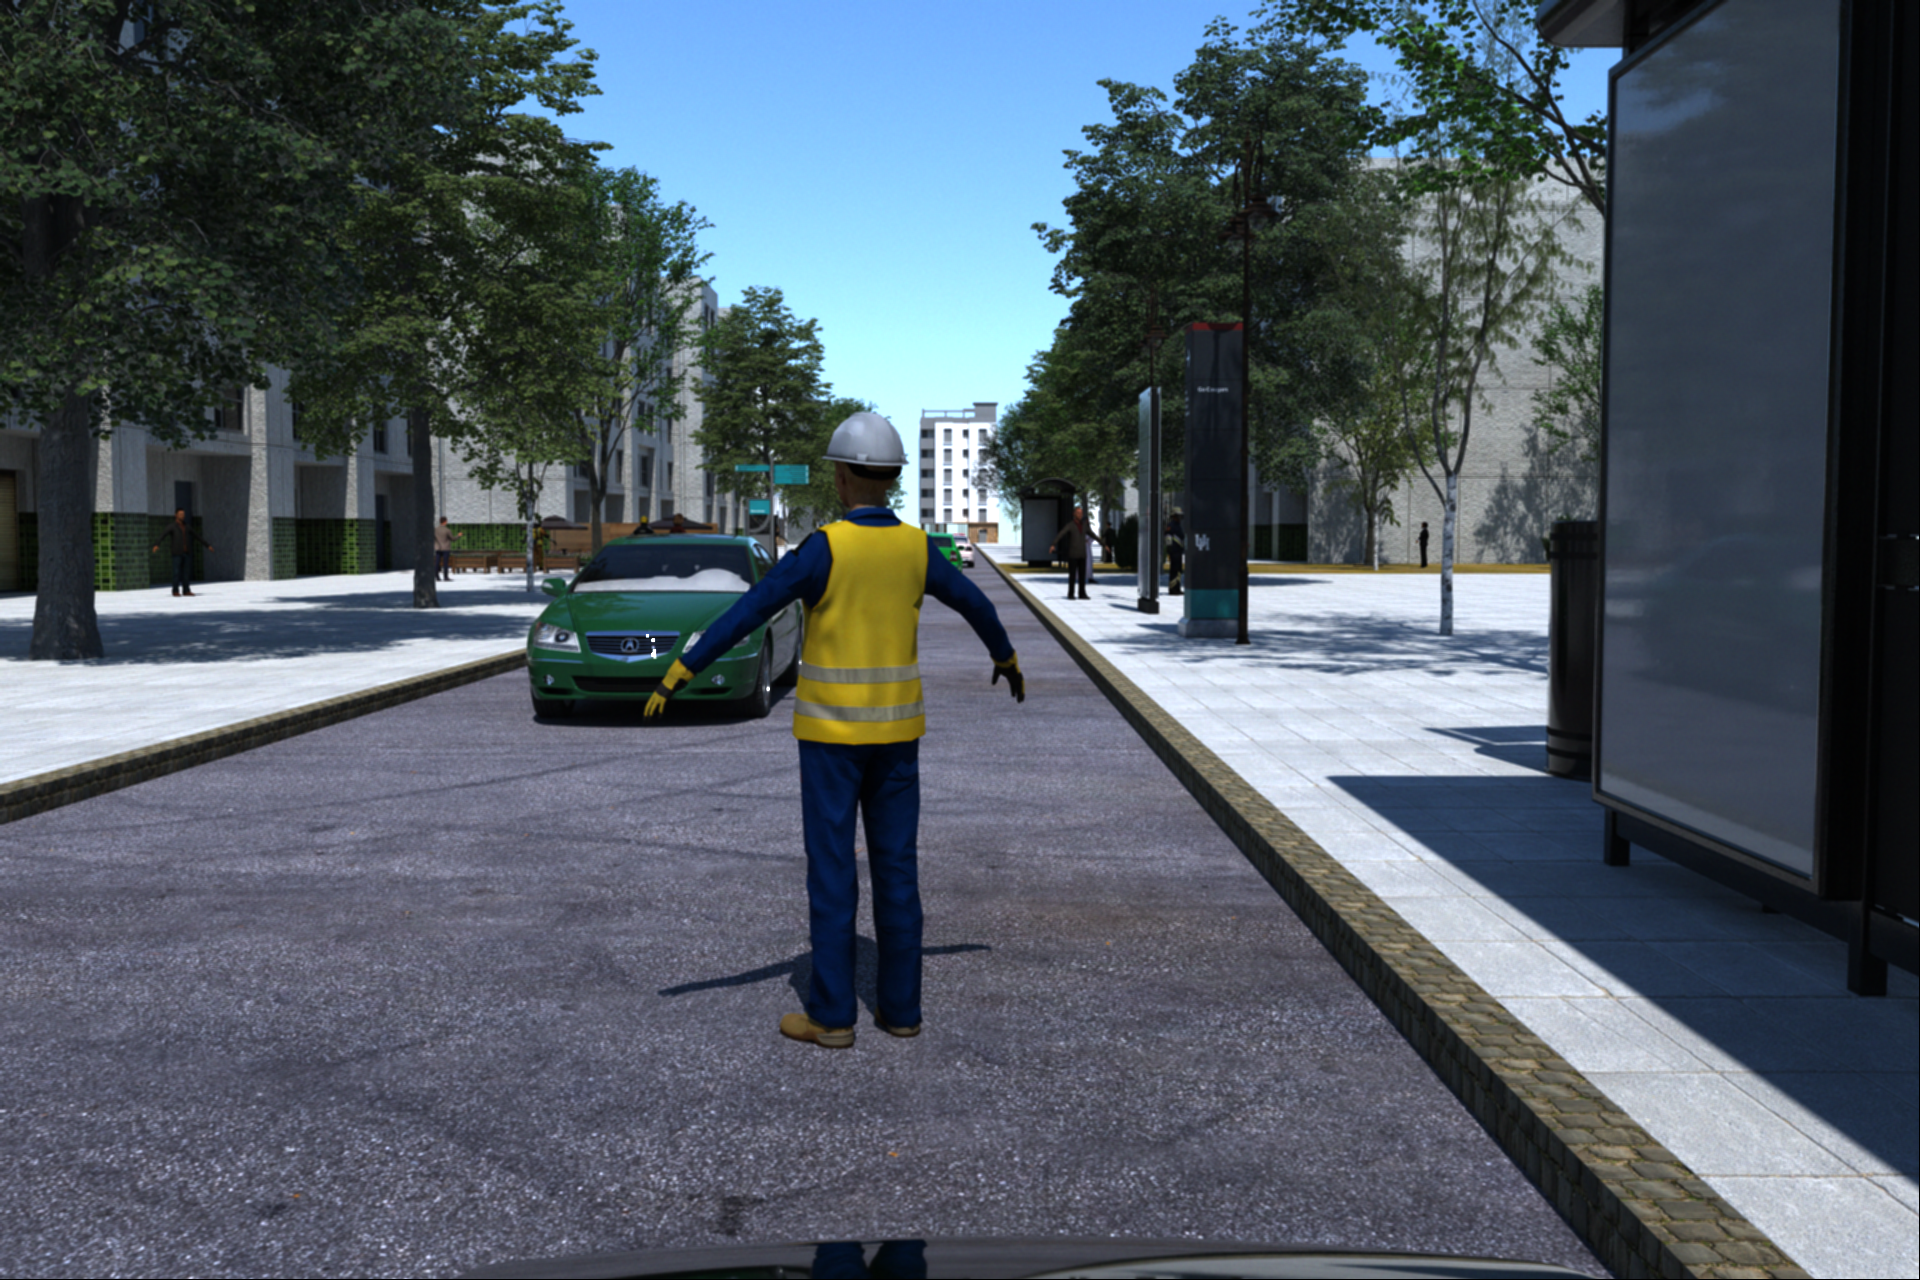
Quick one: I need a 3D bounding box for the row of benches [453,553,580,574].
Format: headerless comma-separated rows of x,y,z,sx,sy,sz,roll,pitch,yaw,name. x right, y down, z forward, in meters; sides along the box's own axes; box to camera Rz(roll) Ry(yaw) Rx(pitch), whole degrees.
-14.437,-2.482,56.052,4.104,0.672,1.422,0,4,-4,row of benches

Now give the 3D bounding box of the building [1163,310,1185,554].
22.893,-17.696,120.261,19.493,23.208,18.063,0,4,0,building

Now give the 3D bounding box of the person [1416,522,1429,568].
17.579,-3.621,65.920,0.721,1.740,1.216,2,4,32,person

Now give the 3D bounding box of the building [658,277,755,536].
-26.210,-16.442,135.283,16.747,18.905,31.486,0,4,0,building

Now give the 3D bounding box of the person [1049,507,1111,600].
2.316,-1.696,33.914,1.348,1.807,0.705,-2,4,-25,person

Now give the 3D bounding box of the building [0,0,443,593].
-27.251,-11.045,47.042,16.747,18.905,31.486,0,3,0,building

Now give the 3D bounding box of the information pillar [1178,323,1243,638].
3.151,-1.970,21.582,0.750,3.857,0.750,0,4,0,information pillar

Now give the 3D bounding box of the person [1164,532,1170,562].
9.563,-4.410,78.239,1.346,1.812,0.704,2,4,28,person

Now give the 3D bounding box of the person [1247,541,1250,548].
7.982,-2.625,49.138,0.705,1.803,1.348,0,4,-2,person

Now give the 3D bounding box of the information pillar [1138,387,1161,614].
3.102,-2.271,28.451,0.184,3.620,1.656,0,4,0,information pillar

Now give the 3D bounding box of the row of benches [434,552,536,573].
-16.046,-2.623,58.355,4.104,0.672,1.422,1,4,21,row of benches

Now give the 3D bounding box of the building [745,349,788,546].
-24.028,-19.630,177.370,16.016,20.090,11.380,0,4,1,building

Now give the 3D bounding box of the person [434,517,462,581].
-14.034,-2.495,47.367,0.617,1.759,0.750,2,4,24,person

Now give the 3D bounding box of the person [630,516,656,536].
-10.111,-3.044,55.539,1.351,1.858,0.704,0,4,7,person

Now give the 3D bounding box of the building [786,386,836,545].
-25.441,-23.501,215.170,19.493,23.208,18.063,0,4,1,building

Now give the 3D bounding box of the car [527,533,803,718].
-2.413,-0.197,15.027,2.131,1.459,4.920,0,3,0,car

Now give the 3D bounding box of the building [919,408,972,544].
-5.484,-23.999,251.252,11.380,20.090,16.016,-1,4,-9,building

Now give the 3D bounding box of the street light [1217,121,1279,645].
3.292,-2.887,19.986,0.468,5.910,1.993,0,4,0,street light

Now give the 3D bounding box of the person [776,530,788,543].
-7.611,-3.913,70.100,1.348,1.813,0.705,1,4,18,person

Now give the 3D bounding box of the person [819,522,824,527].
-6.074,-4.258,75.746,1.347,1.817,0.704,-3,5,-41,person

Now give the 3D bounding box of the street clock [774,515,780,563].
-7.012,-3.738,65.692,0.358,2.002,0.471,0,4,1,street clock

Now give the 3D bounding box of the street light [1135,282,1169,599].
3.533,-3.622,32.007,0.468,5.910,1.993,0,4,0,street light

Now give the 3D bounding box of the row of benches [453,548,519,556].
-20.762,-3.661,75.319,1.422,0.672,4.104,2,4,25,row of benches

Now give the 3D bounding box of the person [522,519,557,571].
-14.734,-3.347,60.498,1.354,1.858,0.705,1,4,19,person

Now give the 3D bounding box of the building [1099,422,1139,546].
24.672,-19.582,186.621,16.747,18.905,31.486,0,3,0,building

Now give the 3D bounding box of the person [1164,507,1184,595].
4.554,-1.862,36.309,0.704,1.845,1.351,2,4,27,person

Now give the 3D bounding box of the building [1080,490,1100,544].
20.825,-17.212,223.561,9.099,9.664,28.070,0,4,0,building

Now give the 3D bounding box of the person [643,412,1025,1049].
-0.316,0.242,4.973,1.216,1.772,0.721,-2,4,-31,person

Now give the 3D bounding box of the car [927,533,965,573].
-0.831,-2.477,49.303,1.959,1.807,4.718,0,4,0,car

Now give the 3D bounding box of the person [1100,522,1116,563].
6.539,-4.302,76.275,0.705,1.837,1.347,3,5,40,person

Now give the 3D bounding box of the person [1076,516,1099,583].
3.253,-2.342,45.009,0.621,1.740,0.551,2,4,31,person

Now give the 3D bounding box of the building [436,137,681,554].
-26.032,-13.869,93.215,16.747,18.905,31.486,0,4,0,building

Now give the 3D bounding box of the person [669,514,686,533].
-6.094,-1.911,38.053,0.721,1.729,1.215,-3,5,-43,person

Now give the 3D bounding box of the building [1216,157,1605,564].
23.514,-13.678,90.100,16.747,18.905,31.486,0,4,0,building

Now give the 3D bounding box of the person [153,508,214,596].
-16.072,-1.816,35.758,0.705,1.821,1.348,2,4,32,person

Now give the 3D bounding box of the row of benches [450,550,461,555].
-21.005,-3.276,69.020,1.422,0.672,4.104,0,4,7,row of benches
